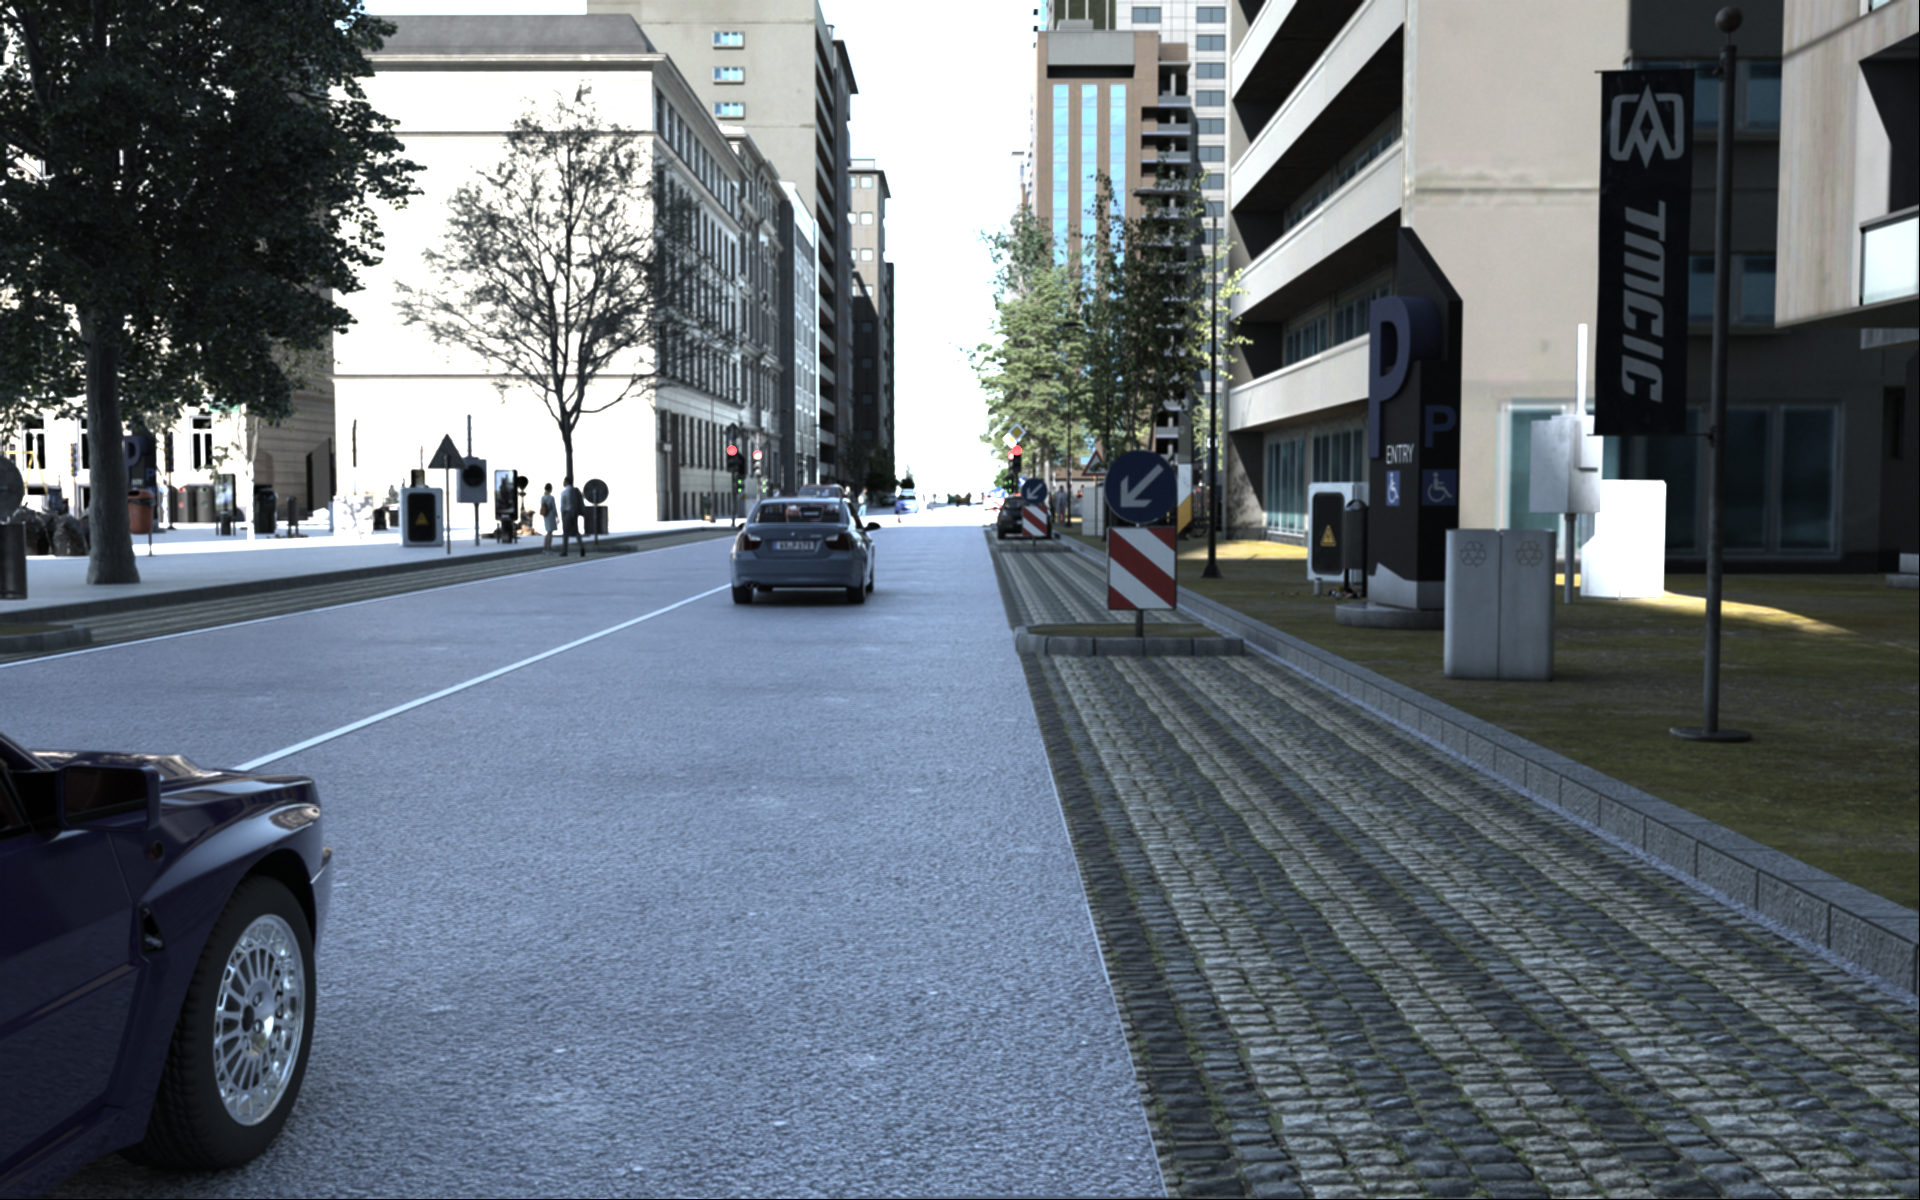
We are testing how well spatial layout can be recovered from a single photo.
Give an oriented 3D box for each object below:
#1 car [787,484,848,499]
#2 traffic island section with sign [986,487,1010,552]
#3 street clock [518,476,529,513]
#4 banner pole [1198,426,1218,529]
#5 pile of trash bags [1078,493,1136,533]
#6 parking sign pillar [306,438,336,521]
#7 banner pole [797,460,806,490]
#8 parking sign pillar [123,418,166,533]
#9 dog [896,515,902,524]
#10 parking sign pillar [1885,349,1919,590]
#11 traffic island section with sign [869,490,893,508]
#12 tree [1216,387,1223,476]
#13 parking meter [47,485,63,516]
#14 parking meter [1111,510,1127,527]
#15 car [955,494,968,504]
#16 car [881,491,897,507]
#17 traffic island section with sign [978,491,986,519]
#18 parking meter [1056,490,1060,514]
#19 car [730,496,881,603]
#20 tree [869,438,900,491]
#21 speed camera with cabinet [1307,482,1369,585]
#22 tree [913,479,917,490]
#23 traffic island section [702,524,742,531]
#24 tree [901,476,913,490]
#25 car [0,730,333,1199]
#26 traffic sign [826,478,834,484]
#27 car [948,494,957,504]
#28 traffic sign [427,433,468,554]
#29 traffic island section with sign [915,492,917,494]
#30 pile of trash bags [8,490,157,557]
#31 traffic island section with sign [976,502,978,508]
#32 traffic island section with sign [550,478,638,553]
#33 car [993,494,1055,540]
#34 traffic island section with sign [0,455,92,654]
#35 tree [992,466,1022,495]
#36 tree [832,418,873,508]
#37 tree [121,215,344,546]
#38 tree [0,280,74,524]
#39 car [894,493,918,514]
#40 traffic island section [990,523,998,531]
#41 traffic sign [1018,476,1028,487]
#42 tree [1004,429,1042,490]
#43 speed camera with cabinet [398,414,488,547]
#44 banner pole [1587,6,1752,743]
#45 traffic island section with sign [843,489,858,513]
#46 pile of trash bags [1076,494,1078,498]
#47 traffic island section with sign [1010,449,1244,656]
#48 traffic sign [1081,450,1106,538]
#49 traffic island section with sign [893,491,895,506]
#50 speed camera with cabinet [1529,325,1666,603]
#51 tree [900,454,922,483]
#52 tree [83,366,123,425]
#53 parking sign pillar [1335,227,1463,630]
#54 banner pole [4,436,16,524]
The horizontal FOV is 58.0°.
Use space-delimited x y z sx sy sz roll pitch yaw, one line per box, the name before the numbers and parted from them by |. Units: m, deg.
car | -5.243 -3.423 64.634 2.281 1.827 5.304 0 4 2
traffic island section with sign | 1.722 -2.110 43.125 1.989 1.847 2.006 0 4 0
street clock | -17.079 -3.856 67.623 0.471 2.002 0.358 0 4 -7
banner pole | 9.162 -4.519 63.909 0.863 3.779 0.401 3 4 38
pile of trash bags | 4.908 -2.810 55.691 1.912 1.369 3.447 0 4 1
parking sign pillar | -30.617 -5.780 82.976 1.447 3.967 1.447 1 4 16
banner pole | -11.437 -8.305 125.803 0.863 3.779 0.401 -1 4 -17
parking sign pillar | -26.924 -4.185 56.903 1.447 3.967 1.447 3 4 38
dog | -3.028 -3.911 84.131 0.550 0.427 0.748 2 4 29
parking sign pillar | 13.401 -2.138 23.430 1.447 3.967 1.447 -1 4 -10
traffic island section with sign | -8.086 -10.138 174.389 1.989 1.847 2.006 0 4 0
tree | 16.892 -9.304 102.480 4.360 8.622 3.978 0 3 0
parking meter | -25.043 -2.418 47.950 0.372 1.533 0.369 0 3 0
parking meter | 4.145 -2.420 45.275 0.399 1.863 0.255 -3 4 -39
car | 0.416 -12.878 220.780 2.015 1.641 3.980 0 4 0
car | -7.701 -11.102 190.321 1.959 1.807 4.718 0 4 1
traffic island section with sign | 2.146 -5.477 98.169 1.989 1.847 2.006 0 4 0
parking meter | 6.376 -6.308 111.549 0.372 1.533 0.369 0 3 0
car | -2.120 -0.732 23.976 2.014 1.417 4.499 0 4 0
tree | -10.000 -16.596 221.706 4.737 8.622 4.395 0 3 0
speed camera with cabinet | 5.803 -1.841 24.435 0.660 3.252 2.038 -2 4 -31
tree | -9.184 -19.423 301.286 4.285 4.588 4.351 0 3 0
traffic island section | -8.902 -2.791 67.917 2.009 0.180 2.903 0 4 0
tree | -9.698 -15.614 239.005 4.285 4.588 4.351 0 3 0
car | -2.391 0.612 2.567 1.945 1.354 3.894 0 4 2
traffic sign | -10.203 -8.312 135.912 0.884 2.594 0.081 0 4 2
car | -0.736 -14.329 243.081 1.959 1.807 4.718 0 4 -1
traffic sign | -10.911 -2.256 36.885 0.884 2.594 0.081 0 4 2
traffic island section with sign | -7.224 -16.920 285.273 1.989 1.847 2.006 0 4 0
pile of trash bags | -18.185 -1.608 36.050 3.447 1.369 1.912 1 4 17
traffic island section with sign | 2.352 -7.147 125.482 1.989 1.847 2.006 0 4 0
traffic island section with sign | -9.103 -2.105 43.042 1.989 1.847 2.006 0 4 0
car | 2.056 -2.805 55.655 2.009 1.686 4.222 0 4 1
traffic island section with sign | -9.310 -0.456 16.087 1.989 1.847 2.006 0 4 0
tree | 5.145 -11.967 179.375 4.285 4.588 4.351 0 3 0
tree | -10.140 -13.115 164.793 4.360 8.622 3.978 0 3 0
tree | -17.523 -5.656 42.836 4.360 8.622 3.978 0 3 0
tree | -30.564 -6.412 55.192 4.737 8.622 4.395 0 3 0
car | -3.905 -7.199 127.291 1.945 1.707 3.694 0 4 -1
traffic island section | 2.239 -2.786 67.827 2.009 0.180 2.903 0 4 0
traffic sign | 4.511 -7.609 124.516 0.768 2.556 0.104 0 4 4
tree | 5.851 -12.504 154.806 4.360 8.622 3.978 0 3 0
speed camera with cabinet | -12.675 -2.943 42.449 2.038 3.252 0.660 -2 4 -26
banner pole | 3.724 -1.163 9.040 0.863 3.779 0.401 0 4 7
traffic island section with sign | -8.451 -7.164 125.761 1.989 1.847 2.006 0 4 0
pile of trash bags | 9.828 -6.935 123.147 3.447 1.369 1.912 2 4 29
traffic island section with sign | 1.509 -0.461 16.171 1.989 1.847 2.006 0 4 0
traffic sign | 4.009 -3.119 51.001 0.884 2.594 0.081 0 4 7
traffic island section with sign | -7.871 -11.823 201.939 1.989 1.847 2.006 0 4 0
speed camera with cabinet | 7.712 -1.624 20.892 2.038 3.252 0.660 -3 4 -37
tree | -9.140 -22.026 310.478 4.360 8.622 3.978 0 3 0
tree | -30.239 -7.024 65.207 4.360 8.622 3.978 0 3 0
parking sign pillar | 4.435 -1.741 16.931 1.447 3.967 1.447 0 4 -7
banner pole | -41.308 -5.221 75.379 0.401 3.779 0.863 0 4 7
